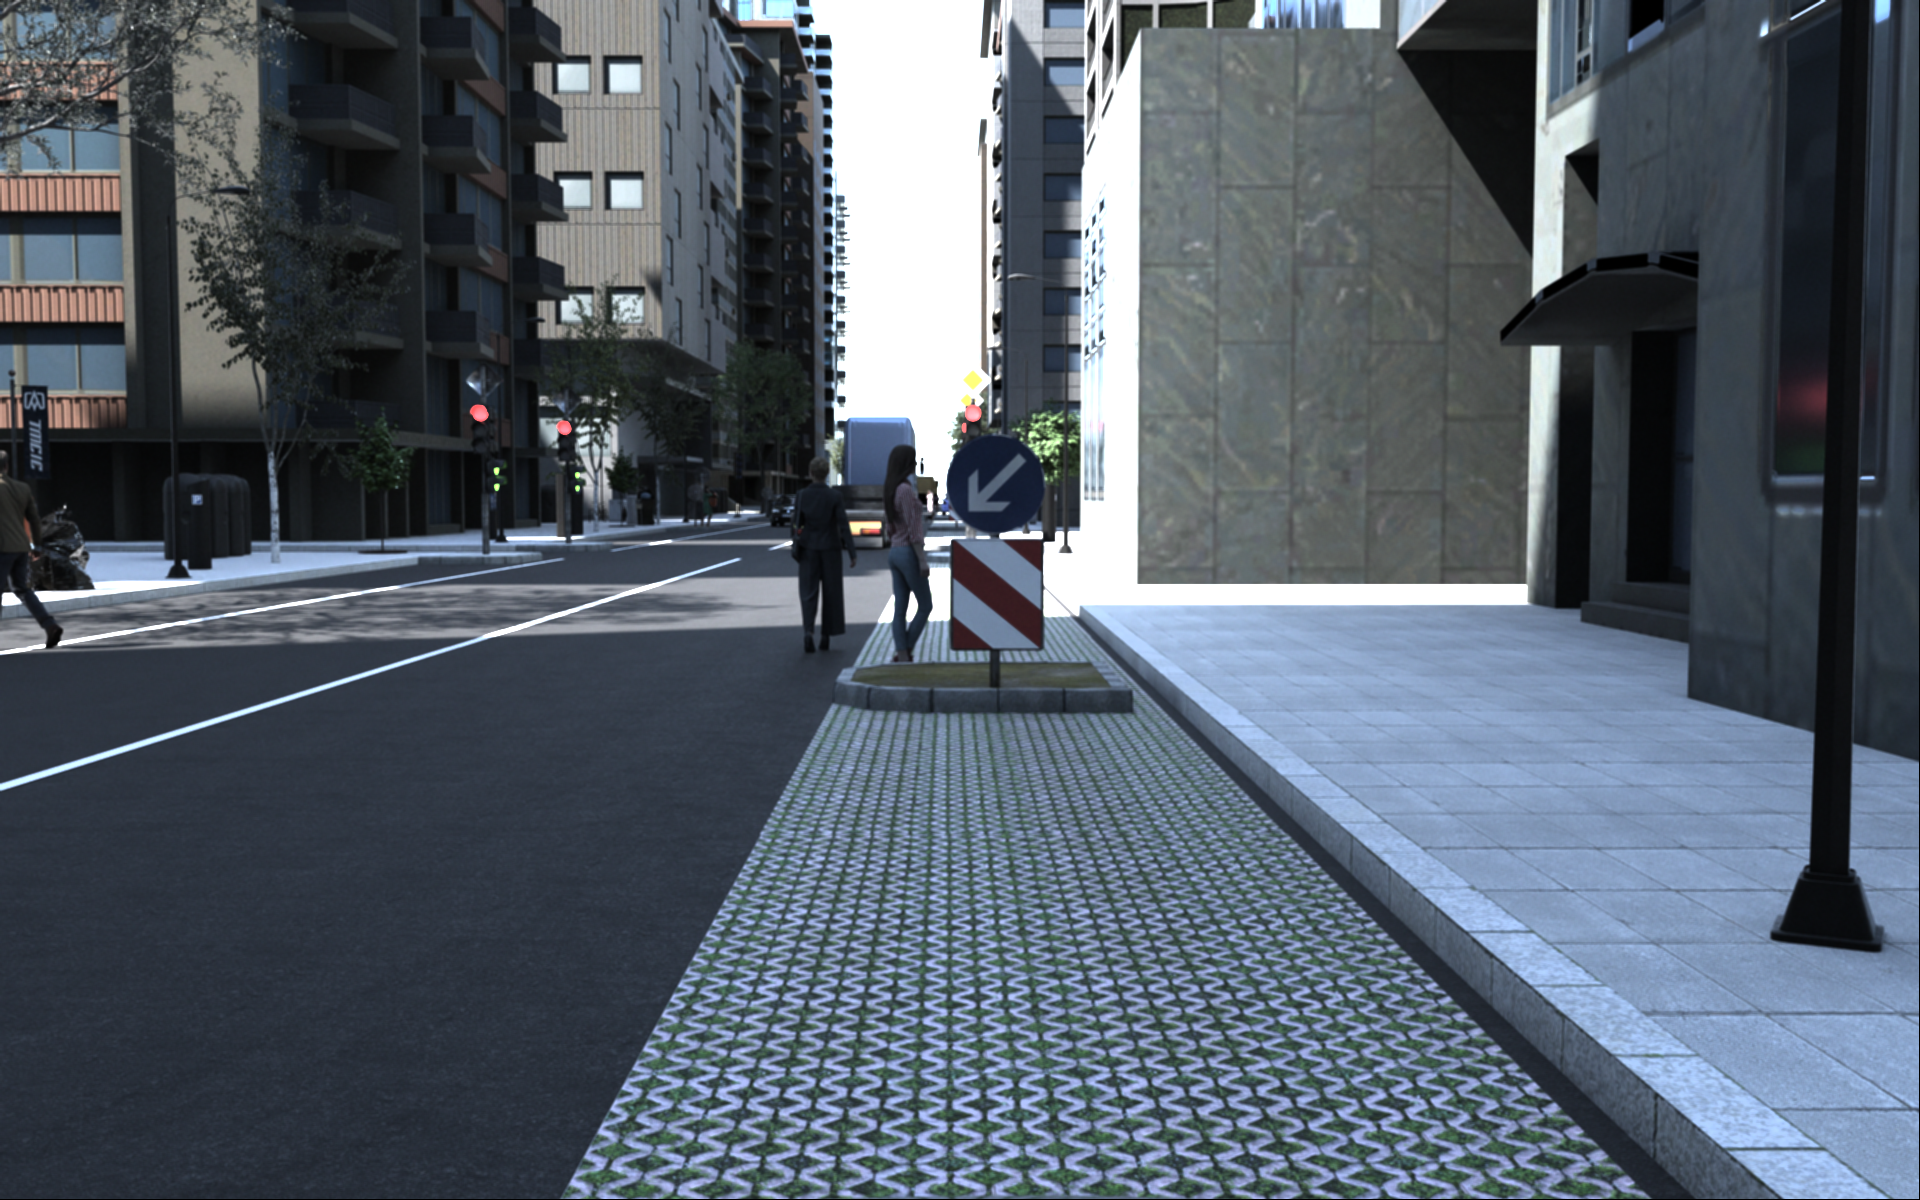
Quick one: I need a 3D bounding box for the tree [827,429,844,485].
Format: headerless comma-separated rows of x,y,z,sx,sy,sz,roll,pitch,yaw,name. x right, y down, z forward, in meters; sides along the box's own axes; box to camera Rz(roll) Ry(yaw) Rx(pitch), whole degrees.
-13.262,-15.027,196.052,4.737,8.622,4.395,0,3,0,tree

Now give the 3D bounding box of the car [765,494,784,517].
-10.272,-5.416,100.553,2.014,1.417,4.499,0,4,-1,car

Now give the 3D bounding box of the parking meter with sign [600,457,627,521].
-15.984,-5.204,81.352,1.738,3.016,0.543,0,4,-7,parking meter with sign

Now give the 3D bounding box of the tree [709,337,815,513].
-13.295,-11.616,115.672,9.928,11.665,9.643,0,3,0,tree

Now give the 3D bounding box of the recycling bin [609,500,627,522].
-15.858,-4.149,80.393,0.722,1.027,0.722,0,4,5,recycling bin

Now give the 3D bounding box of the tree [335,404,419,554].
-12.459,-2.622,37.467,1.663,3.219,1.824,0,3,0,tree

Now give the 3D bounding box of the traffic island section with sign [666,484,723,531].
-10.302,-3.595,67.411,1.989,1.847,2.006,0,4,0,traffic island section with sign

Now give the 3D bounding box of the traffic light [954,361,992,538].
0.255,-2.927,36.783,0.839,4.253,0.868,0,4,0,traffic light

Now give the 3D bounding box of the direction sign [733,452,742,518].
-12.326,-6.379,96.295,0.379,3.537,0.876,1,4,19,direction sign

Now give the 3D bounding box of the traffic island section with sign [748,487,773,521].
-10.479,-5.244,94.365,1.989,1.847,2.006,0,4,0,traffic island section with sign

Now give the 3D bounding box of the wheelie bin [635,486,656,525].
-12.994,-3.889,71.496,0.693,1.594,0.980,-3,4,-39,wheelie bin

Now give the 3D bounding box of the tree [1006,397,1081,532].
2.970,-4.578,58.568,4.285,4.588,4.351,0,3,0,tree

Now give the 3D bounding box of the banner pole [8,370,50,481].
-18.899,-2.758,35.116,0.863,3.779,0.401,-2,4,-29,banner pole

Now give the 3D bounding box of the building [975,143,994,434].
9.355,-34.613,216.027,14.600,45.320,14.200,0,4,0,building

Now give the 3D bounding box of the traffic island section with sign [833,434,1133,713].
0.125,-0.218,12.190,1.989,1.847,2.006,0,4,0,traffic island section with sign

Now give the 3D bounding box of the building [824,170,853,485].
-27.083,-38.584,250.464,23.786,49.044,30.456,0,4,0,building

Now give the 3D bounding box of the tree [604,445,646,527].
-13.142,-4.484,67.915,1.663,3.219,1.824,0,3,0,tree

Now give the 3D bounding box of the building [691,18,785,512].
-30.063,-26.924,132.091,32.217,40.220,23.993,0,4,0,building

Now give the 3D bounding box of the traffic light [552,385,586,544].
-10.109,-3.411,44.684,0.839,4.253,0.868,0,4,0,traffic light

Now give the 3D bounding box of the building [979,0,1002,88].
16.561,-36.174,180.678,28.713,52.752,27.495,0,4,0,building

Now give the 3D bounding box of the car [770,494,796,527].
-7.453,-4.152,77.669,2.009,1.686,4.222,0,4,2,car

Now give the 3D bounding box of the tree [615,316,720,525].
-12.466,-7.480,72.659,4.360,8.622,3.978,0,3,0,tree

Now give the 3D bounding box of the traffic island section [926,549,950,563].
0.295,-0.894,36.897,2.009,0.180,2.903,0,4,0,traffic island section

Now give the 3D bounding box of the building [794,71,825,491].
-21.566,-32.447,180.623,14.600,45.320,14.200,0,4,0,building

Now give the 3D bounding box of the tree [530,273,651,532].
-12.331,-6.598,58.239,4.737,8.622,4.395,0,3,0,tree

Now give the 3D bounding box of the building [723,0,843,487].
-25.737,-55.401,218.478,22.319,86.520,31.000,0,4,0,building

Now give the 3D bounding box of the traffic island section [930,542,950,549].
0.242,-1.382,44.882,2.009,0.180,2.903,0,4,0,traffic island section

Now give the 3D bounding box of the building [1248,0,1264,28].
16.943,-24.588,52.121,14.200,45.320,14.600,0,4,0,building

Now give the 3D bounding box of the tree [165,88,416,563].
-12.535,-4.984,31.847,4.360,8.622,3.978,0,3,0,tree

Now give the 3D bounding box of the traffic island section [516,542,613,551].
-10.149,-1.378,44.818,2.009,0.180,2.903,0,4,0,traffic island section

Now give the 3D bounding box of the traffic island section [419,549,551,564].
-10.096,-0.890,36.834,2.009,0.180,2.903,0,4,0,traffic island section

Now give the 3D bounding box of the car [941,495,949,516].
-0.343,-6.486,115.630,1.945,1.707,3.694,0,4,1,car

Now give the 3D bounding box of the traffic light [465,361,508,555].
-10.056,-2.922,36.699,0.839,4.253,0.868,0,4,0,traffic light

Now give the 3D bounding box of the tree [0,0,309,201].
-12.663,-6.632,18.806,12.009,13.543,11.850,0,3,0,tree

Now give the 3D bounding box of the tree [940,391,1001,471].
2.460,-18.210,204.383,9.857,13.997,8.962,0,3,0,tree

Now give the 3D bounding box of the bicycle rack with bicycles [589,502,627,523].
-15.532,-3.970,78.285,2.852,0.926,2.925,0,4,0,bicycle rack with bicycles

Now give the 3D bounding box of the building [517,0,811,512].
-25.433,-30.835,158.775,22.147,44.769,28.867,0,4,0,building

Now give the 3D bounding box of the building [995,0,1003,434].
14.317,-30.468,152.777,22.147,44.769,28.867,0,4,0,building

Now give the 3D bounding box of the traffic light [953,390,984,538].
0.202,-3.416,44.768,0.839,4.253,0.868,0,4,0,traffic light
